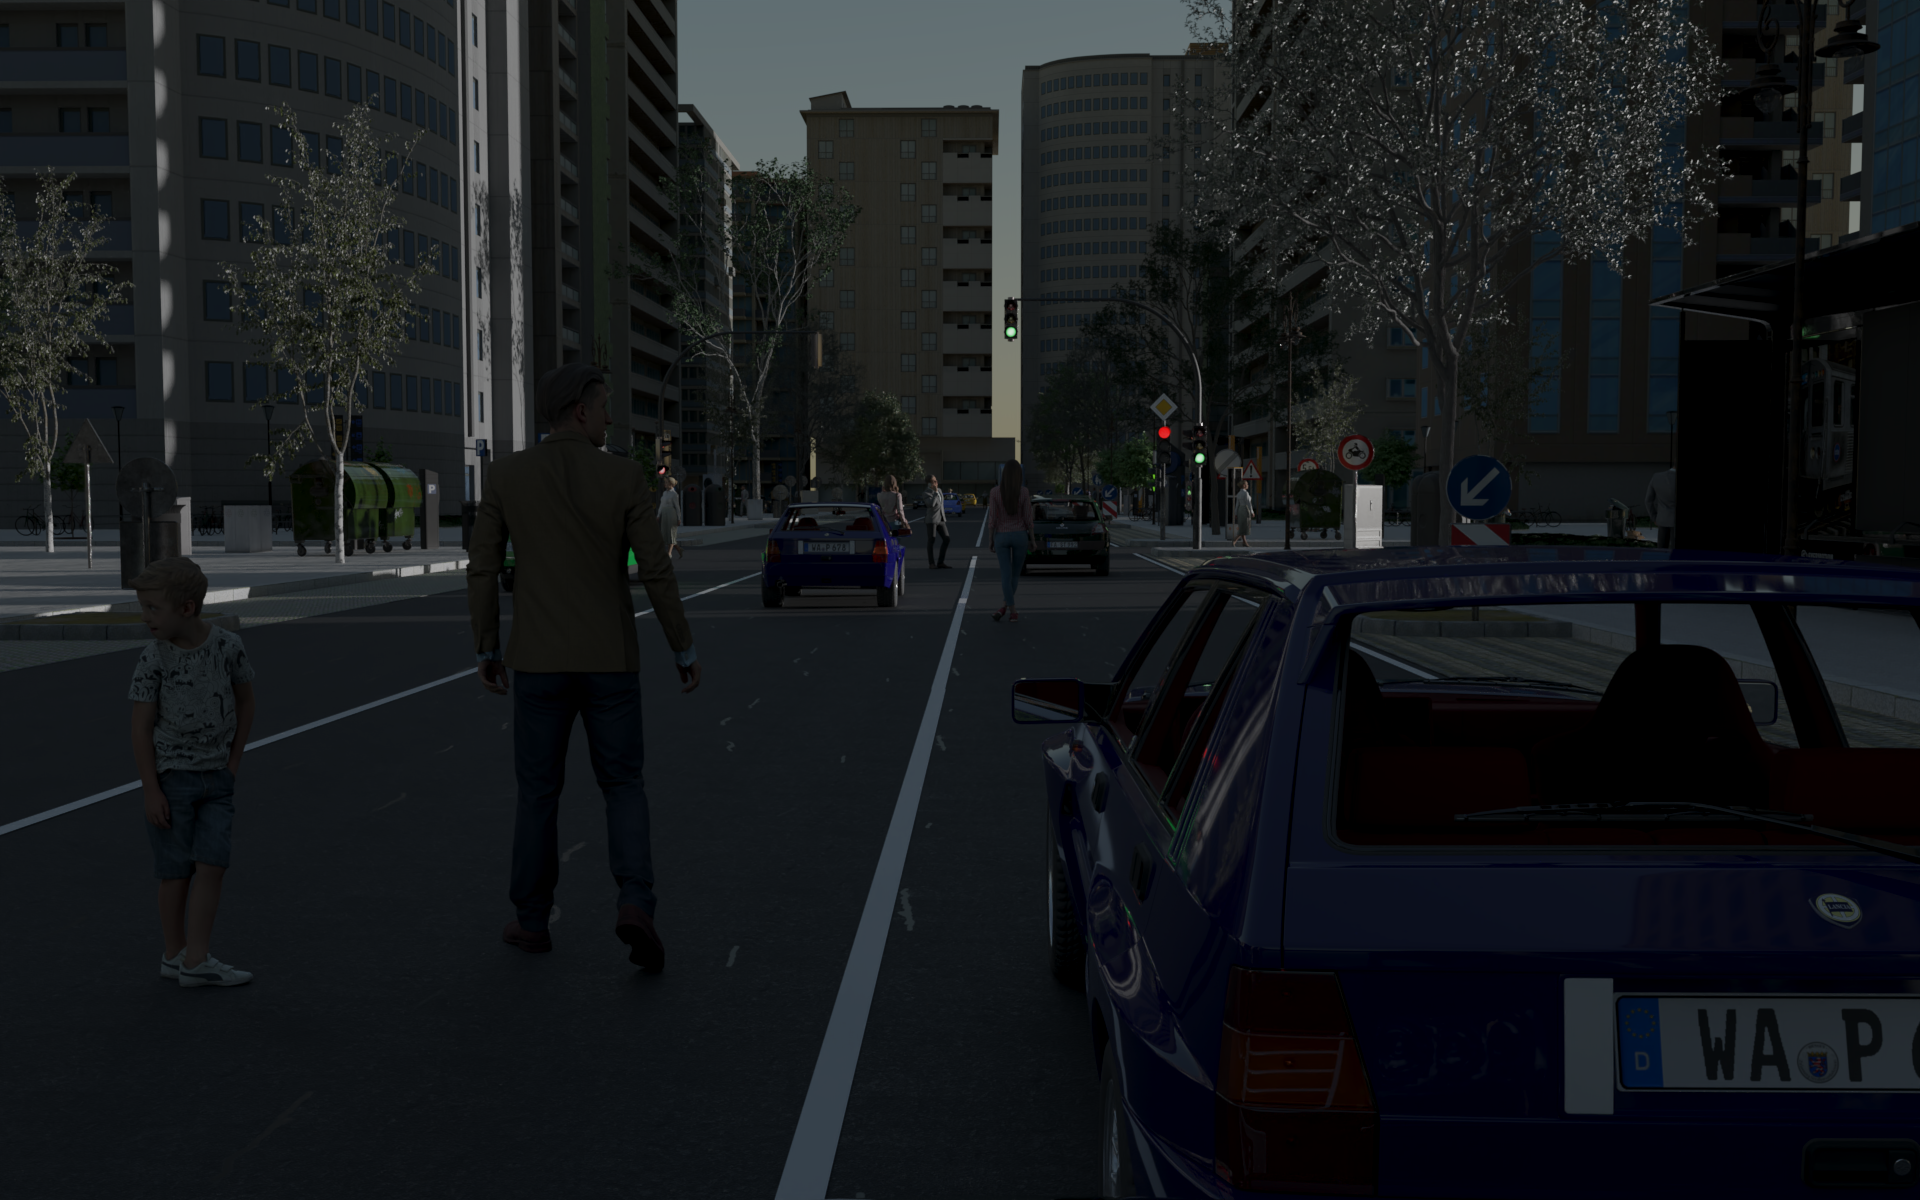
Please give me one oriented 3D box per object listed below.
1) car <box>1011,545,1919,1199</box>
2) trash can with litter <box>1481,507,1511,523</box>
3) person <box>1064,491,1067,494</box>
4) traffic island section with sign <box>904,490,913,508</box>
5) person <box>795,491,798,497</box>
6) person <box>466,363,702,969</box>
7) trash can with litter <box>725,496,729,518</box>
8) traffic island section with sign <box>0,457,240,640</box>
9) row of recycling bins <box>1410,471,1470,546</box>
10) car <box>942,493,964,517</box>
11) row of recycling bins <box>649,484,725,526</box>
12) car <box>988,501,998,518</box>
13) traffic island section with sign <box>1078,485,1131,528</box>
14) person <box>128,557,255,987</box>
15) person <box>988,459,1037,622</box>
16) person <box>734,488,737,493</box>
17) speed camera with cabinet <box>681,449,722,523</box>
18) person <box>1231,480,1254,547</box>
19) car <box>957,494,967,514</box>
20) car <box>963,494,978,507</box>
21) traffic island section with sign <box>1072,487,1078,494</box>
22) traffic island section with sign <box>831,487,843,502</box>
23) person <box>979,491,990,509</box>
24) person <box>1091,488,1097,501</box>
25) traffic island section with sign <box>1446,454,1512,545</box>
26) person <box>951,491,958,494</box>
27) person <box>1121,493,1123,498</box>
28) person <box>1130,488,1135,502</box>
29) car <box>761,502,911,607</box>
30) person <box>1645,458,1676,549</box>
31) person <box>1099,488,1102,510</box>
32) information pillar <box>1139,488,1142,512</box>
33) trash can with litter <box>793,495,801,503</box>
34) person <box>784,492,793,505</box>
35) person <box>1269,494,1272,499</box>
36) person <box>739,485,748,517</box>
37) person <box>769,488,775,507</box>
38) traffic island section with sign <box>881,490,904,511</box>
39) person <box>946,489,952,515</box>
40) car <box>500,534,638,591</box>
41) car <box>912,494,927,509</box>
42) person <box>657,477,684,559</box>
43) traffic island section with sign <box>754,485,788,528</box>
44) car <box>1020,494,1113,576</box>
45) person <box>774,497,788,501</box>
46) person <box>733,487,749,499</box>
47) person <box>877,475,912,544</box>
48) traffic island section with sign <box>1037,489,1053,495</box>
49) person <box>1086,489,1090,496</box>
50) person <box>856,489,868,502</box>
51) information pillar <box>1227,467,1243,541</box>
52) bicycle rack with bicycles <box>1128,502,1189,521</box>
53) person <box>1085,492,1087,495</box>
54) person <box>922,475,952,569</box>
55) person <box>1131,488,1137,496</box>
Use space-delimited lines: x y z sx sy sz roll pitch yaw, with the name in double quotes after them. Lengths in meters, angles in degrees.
1.097 0.528 3.942 1.945 1.354 3.894 0 4 1 "car"
12.022 -1.729 39.658 1.055 1.170 0.624 -2 4 -25 "trash can with litter"
10.902 -10.480 178.861 0.415 1.643 0.593 -2 4 -32 "person"
-5.647 -10.314 177.256 1.989 1.847 2.006 0 4 1 "traffic island section with sign"
-11.474 -7.167 123.502 0.678 1.792 0.850 -1 4 -17 "person"
-1.146 0.188 5.335 0.656 1.842 0.836 -3 4 -38 "person"
-12.967 -5.011 93.324 1.055 1.170 0.624 2 4 27 "trash can with litter"
-8.600 -0.560 17.791 1.989 1.847 2.006 0 4 1 "traffic island section with sign"
8.699 -1.492 31.503 1.069 1.692 3.534 1 4 14 "row of recycling bins"
-0.733 -6.091 109.173 1.945 1.707 3.694 0 4 1 "car"
-11.179 -3.804 69.308 3.534 1.692 1.069 -1 4 -18 "row of recycling bins"
2.487 -4.755 86.782 2.155 1.783 4.494 0 3 0 "car"
6.139 -3.931 72.901 1.989 1.847 2.006 0 4 1 "traffic island section with sign"
-2.238 0.496 5.079 0.332 1.250 0.352 0 4 -1 "person"
0.593 -0.670 19.464 0.555 1.821 0.388 -1 4 -11 "person"
-17.057 -7.715 132.860 0.721 1.739 1.217 0 4 -3 "person"
-11.475 -5.044 76.798 2.038 3.252 0.660 3 4 36 "speed camera with cabinet"
7.521 -2.295 46.242 0.641 1.798 0.478 -1 4 -12 "person"
-0.461 -7.179 127.597 2.015 1.641 3.980 0 4 -1 "car"
1.016 -11.565 199.313 2.015 1.641 3.980 0 4 0 "car"
6.631 -5.579 99.851 1.989 1.847 2.006 0 4 1 "traffic island section with sign"
-7.077 -5.599 100.176 1.989 1.847 2.006 0 4 1 "traffic island section with sign"
2.386 -9.557 165.492 1.217 1.736 0.721 0 4 4 "person"
11.245 -8.518 145.298 0.705 1.826 1.348 2 4 30 "person"
5.114 -0.583 18.158 1.989 1.847 2.006 0 4 1 "traffic island section with sign"
-0.581 -9.269 160.852 0.742 1.727 0.445 0 4 3 "person"
16.092 -10.367 175.682 1.348 1.807 0.705 -3 5 -44 "person"
14.552 -8.420 143.847 1.348 1.807 0.705 1 4 11 "person"
-1.648 -0.656 23.305 1.945 1.354 3.894 0 4 0 "car"
8.948 -0.951 21.765 0.473 1.802 0.592 -2 4 -29 "person"
11.172 -8.037 138.258 0.445 1.727 0.742 0 4 -4 "person"
10.343 -6.599 99.251 0.183 3.616 0.504 1 4 20 "information pillar"
-10.131 -5.652 103.468 2.233 1.210 1.678 -2 4 -33 "trash can with litter"
-14.885 -8.681 148.705 1.217 1.736 0.721 0 4 -3 "person"
22.991 -7.287 125.712 1.217 1.766 0.721 -1 4 -13 "person"
-12.008 -5.523 96.615 0.678 1.792 0.850 3 5 44 "person"
-17.011 -9.288 157.992 1.348 1.812 0.705 3 4 38 "person"
-6.151 -8.665 150.306 1.989 1.847 2.006 0 4 1 "traffic island section with sign"
-0.665 -6.818 120.194 0.641 1.798 0.478 -1 4 -15 "person"
-5.884 -1.113 26.992 1.959 1.807 4.718 0 4 0 "car"
-3.505 -9.371 163.006 2.009 1.686 4.222 0 4 2 "car"
-6.274 -1.773 37.707 0.641 1.798 0.478 -3 4 -38 "person"
-7.581 -3.951 73.225 1.989 1.847 2.006 0 4 1 "traffic island section with sign"
1.836 -1.350 31.860 2.009 1.686 4.222 0 4 2 "car"
-13.146 -7.438 127.657 0.705 1.823 1.348 3 5 39 "person"
-17.247 -7.986 136.633 1.348 1.822 0.705 1 4 13 "person"
-1.144 -1.233 29.248 0.593 1.750 0.643 1 4 20 "person"
7.560 -8.649 150.043 1.989 1.847 2.006 0 4 1 "traffic island section with sign"
13.565 -10.961 185.116 0.709 1.838 0.599 1 4 16 "person"
-9.263 -9.615 164.071 1.217 1.723 0.721 1 4 10 "person"
7.541 -2.635 47.575 0.304 2.012 0.304 -2 4 -30 "information pillar"
9.384 -4.198 82.019 2.925 0.926 2.852 0 4 3 "bicycle rack with bicycles"
11.278 -9.220 156.892 1.348 1.812 0.705 -3 5 -40 "person"
-0.444 -1.499 33.189 0.592 1.802 0.473 -3 4 -36 "person"
13.618 -7.754 133.543 1.217 1.735 0.721 -1 4 -22 "person"
